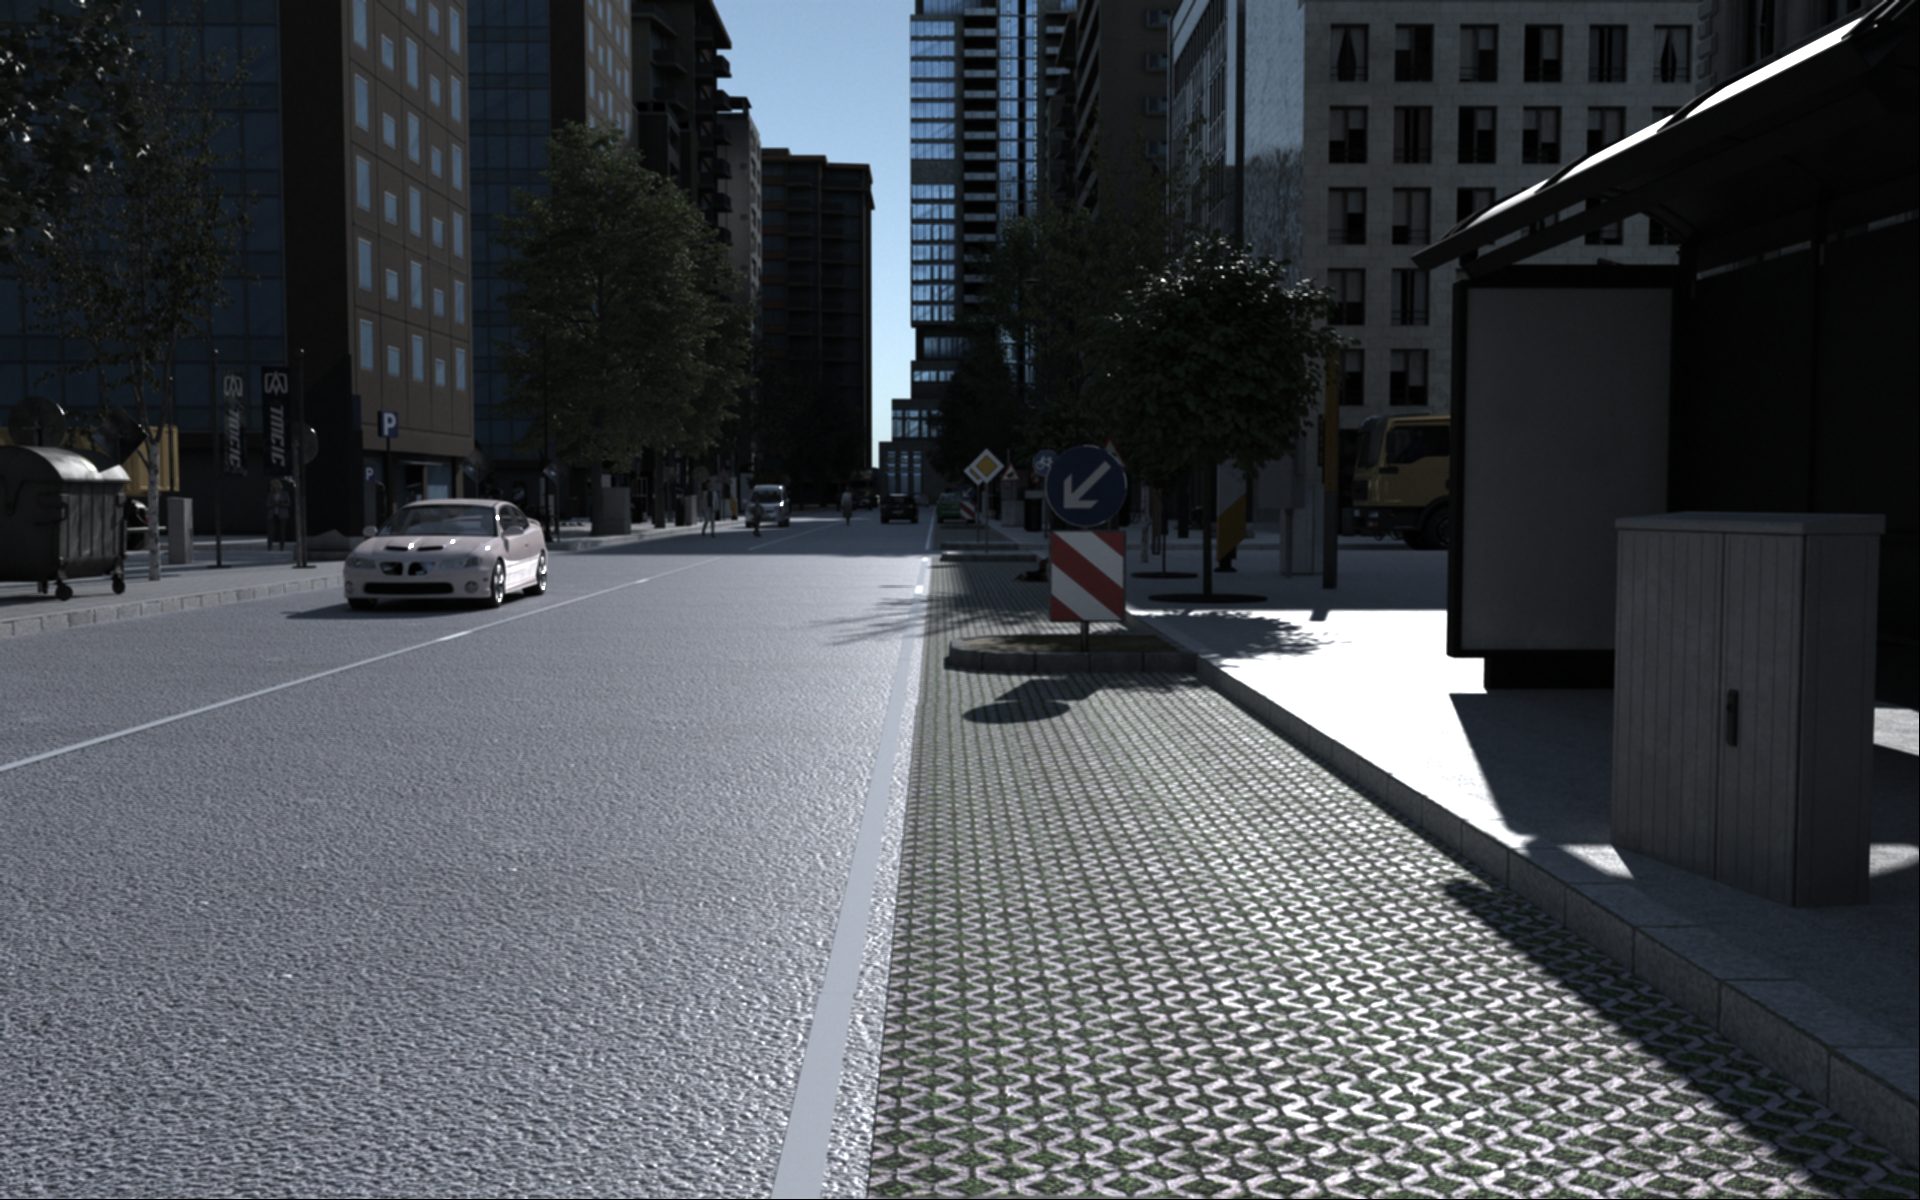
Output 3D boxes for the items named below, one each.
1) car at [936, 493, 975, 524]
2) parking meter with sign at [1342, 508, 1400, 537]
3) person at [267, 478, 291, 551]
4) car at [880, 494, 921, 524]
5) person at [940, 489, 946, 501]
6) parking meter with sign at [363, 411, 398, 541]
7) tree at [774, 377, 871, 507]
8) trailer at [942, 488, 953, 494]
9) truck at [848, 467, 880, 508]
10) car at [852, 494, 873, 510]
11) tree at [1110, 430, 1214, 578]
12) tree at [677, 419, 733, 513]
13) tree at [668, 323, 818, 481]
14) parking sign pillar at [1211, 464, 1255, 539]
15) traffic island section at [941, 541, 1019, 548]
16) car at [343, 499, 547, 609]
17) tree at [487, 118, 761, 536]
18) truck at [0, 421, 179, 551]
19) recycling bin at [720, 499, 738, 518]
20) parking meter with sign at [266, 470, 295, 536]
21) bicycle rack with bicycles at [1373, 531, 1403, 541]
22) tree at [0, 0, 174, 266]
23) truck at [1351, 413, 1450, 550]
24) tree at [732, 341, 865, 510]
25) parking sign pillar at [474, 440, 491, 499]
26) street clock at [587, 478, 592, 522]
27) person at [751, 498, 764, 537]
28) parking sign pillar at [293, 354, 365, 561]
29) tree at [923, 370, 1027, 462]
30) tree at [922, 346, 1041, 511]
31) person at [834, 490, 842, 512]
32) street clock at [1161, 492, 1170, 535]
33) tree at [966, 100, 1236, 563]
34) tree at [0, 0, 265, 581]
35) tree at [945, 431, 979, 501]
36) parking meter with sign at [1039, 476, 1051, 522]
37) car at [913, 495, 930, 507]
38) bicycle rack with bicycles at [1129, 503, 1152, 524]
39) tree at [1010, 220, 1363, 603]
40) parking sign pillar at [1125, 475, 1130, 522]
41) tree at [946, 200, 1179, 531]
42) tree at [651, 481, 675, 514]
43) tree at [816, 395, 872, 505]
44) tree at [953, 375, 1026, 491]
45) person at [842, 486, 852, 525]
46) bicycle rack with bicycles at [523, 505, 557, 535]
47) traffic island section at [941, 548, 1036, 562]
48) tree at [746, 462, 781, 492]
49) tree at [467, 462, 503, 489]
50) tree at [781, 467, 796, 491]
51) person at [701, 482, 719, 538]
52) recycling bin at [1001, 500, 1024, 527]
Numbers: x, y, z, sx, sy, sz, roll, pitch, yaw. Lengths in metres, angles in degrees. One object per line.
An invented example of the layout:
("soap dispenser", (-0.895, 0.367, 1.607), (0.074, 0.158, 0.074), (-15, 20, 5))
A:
("car", (-0.202, -4.662, 85.016), (1.959, 1.807, 4.718), (0, 4, -2))
("parking meter with sign", (12.454, -3.431, 52.353), (1.738, 3.016, 0.543), (0, 4, 7))
("person", (-16.158, -1.980, 41.055), (0.537, 1.800, 0.526), (0, 4, -5))
("car", (-2.971, -4.634, 85.555), (2.009, 1.686, 4.222), (0, 4, 1))
("person", (-1.041, -6.436, 113.949), (0.478, 1.798, 0.641), (2, 4, 32))
("parking meter with sign", (-12.816, -2.481, 36.817), (1.738, 3.016, 0.543), (1, 4, 20))
("tree", (-13.454, -15.423, 169.174), (9.611, 12.733, 9.660), (0, 3, 0))
("trailer", (-1.168, -9.651, 164.835), (1.471, 1.999, 3.904), (0, 4, -2))
("truck", (-10.108, -11.946, 184.226), (2.839, 4.237, 11.283), (0, 4, 1))
("car", (-8.645, -8.748, 152.821), (2.009, 1.686, 4.222), (0, 4, -1))
("tree", (3.060, -1.971, 26.823), (1.663, 3.219, 1.824), (0, 3, 0))
("tree", (-17.137, -10.088, 115.294), (4.737, 8.622, 4.395), (0, 3, 0))
("tree", (-12.244, -9.782, 94.344), (8.767, 10.594, 7.601), (-2, 4, -33))
("parking sign pillar", (7.869, -3.787, 50.397), (1.447, 3.967, 1.447), (3, 5, 41))
("traffic island section", (0.500, -1.435, 45.737), (2.009, 0.180, 2.903), (0, 4, -1))
("car", (-6.782, -0.664, 23.223), (2.083, 1.381, 4.827), (0, 4, -2))
("tree", (-10.812, -8.248, 52.987), (7.486, 12.596, 7.792), (0, 3, 0))
("truck", (-24.002, -2.770, 41.217), (9.791, 3.379, 3.469), (0, 4, -1))
("recycling bin", (-12.209, -4.828, 91.497), (0.722, 1.027, 0.722), (-3, 4, -37))
("parking meter with sign", (-20.089, -3.376, 51.458), (1.738, 3.016, 0.543), (3, 5, 43))
("bicycle rack with bicycles", (12.707, -2.117, 47.996), (2.925, 0.926, 2.852), (-1, 4, -21))
("tree", (-11.438, -5.831, 12.343), (9.611, 12.733, 9.660), (0, 3, 0))
("truck", (13.747, -2.831, 42.214), (9.791, 3.379, 3.469), (0, 3, 0))
("tree", (-12.634, -13.920, 137.961), (12.009, 13.543, 11.850), (0, 3, 0))
("parking sign pillar", (-23.778, -5.985, 86.325), (1.447, 3.967, 1.447), (0, 4, 2))
("street clock", (-16.644, -4.515, 78.395), (0.358, 2.002, 0.471), (-3, 5, -42))
("person", (-6.812, -2.792, 58.427), (0.475, 1.303, 0.640), (-3, 4, -38))
("parking sign pillar", (-12.298, -2.774, 33.819), (1.447, 3.967, 1.447), (2, 4, 24))
("tree", (1.821, -14.936, 154.577), (12.009, 13.543, 11.850), (0, 3, 0))
("tree", (1.640, -13.124, 131.582), (9.611, 12.733, 9.660), (0, 3, 0))
("person", (-9.872, -8.100, 141.640), (1.217, 1.736, 0.721), (3, 5, 41))
("street clock", (6.423, -3.044, 54.342), (0.358, 2.002, 0.471), (0, 4, -7))
("tree", (3.297, -4.997, 32.063), (4.737, 8.622, 4.395), (0, 3, 0))
("tree", (-12.143, -4.605, 25.653), (4.360, 8.622, 3.978), (0, 3, 0))
("tree", (1.543, -16.472, 187.439), (7.486, 12.596, 7.792), (0, 3, 0))
("parking meter with sign", (4.027, -5.107, 79.766), (0.543, 3.016, 1.738), (-1, 4, -21))
("car", (-4.380, -10.894, 190.474), (2.083, 1.381, 4.827), (0, 4, -1))
("bicycle rack with bicycles", (6.601, -3.698, 73.844), (2.852, 0.926, 2.925), (-2, 4, -34))
("tree", (3.095, -2.276, 20.919), (4.285, 4.588, 4.351), (0, 3, 0))
("parking sign pillar", (7.454, -5.814, 83.528), (1.447, 3.967, 1.447), (3, 4, 37))
("tree", (3.454, -8.219, 60.129), (9.928, 11.665, 9.643), (0, 3, 0))
("tree", (-18.874, -7.061, 110.046), (1.663, 3.219, 1.824), (0, 3, 0))
("tree", (-13.870, -17.090, 197.542), (7.486, 12.596, 7.792), (0, 3, 0))
("tree", (2.149, -9.658, 108.274), (4.360, 8.622, 3.978), (0, 3, 0))
("person", (-5.194, -4.353, 79.903), (0.478, 1.798, 0.641), (1, 4, 9))
("bicycle rack with bicycles", (-13.568, -2.465, 53.680), (2.852, 0.926, 2.925), (2, 4, 29))
("traffic island section", (0.602, -0.946, 37.752), (2.009, 0.180, 2.903), (0, 4, -1))
("tree", (-12.096, -6.662, 103.520), (1.663, 3.219, 1.824), (0, 3, 0))
("tree", (-24.027, -5.734, 88.345), (1.663, 3.219, 1.824), (0, 3, 0))
("tree", (-12.733, -7.886, 123.541), (1.663, 3.219, 1.824), (0, 3, 0))
("person", (-8.292, -2.991, 57.283), (0.514, 1.842, 0.818), (-2, 4, -30))
("recycling bin", (2.106, -3.381, 67.834), (0.722, 1.027, 0.722), (3, 5, 44))
